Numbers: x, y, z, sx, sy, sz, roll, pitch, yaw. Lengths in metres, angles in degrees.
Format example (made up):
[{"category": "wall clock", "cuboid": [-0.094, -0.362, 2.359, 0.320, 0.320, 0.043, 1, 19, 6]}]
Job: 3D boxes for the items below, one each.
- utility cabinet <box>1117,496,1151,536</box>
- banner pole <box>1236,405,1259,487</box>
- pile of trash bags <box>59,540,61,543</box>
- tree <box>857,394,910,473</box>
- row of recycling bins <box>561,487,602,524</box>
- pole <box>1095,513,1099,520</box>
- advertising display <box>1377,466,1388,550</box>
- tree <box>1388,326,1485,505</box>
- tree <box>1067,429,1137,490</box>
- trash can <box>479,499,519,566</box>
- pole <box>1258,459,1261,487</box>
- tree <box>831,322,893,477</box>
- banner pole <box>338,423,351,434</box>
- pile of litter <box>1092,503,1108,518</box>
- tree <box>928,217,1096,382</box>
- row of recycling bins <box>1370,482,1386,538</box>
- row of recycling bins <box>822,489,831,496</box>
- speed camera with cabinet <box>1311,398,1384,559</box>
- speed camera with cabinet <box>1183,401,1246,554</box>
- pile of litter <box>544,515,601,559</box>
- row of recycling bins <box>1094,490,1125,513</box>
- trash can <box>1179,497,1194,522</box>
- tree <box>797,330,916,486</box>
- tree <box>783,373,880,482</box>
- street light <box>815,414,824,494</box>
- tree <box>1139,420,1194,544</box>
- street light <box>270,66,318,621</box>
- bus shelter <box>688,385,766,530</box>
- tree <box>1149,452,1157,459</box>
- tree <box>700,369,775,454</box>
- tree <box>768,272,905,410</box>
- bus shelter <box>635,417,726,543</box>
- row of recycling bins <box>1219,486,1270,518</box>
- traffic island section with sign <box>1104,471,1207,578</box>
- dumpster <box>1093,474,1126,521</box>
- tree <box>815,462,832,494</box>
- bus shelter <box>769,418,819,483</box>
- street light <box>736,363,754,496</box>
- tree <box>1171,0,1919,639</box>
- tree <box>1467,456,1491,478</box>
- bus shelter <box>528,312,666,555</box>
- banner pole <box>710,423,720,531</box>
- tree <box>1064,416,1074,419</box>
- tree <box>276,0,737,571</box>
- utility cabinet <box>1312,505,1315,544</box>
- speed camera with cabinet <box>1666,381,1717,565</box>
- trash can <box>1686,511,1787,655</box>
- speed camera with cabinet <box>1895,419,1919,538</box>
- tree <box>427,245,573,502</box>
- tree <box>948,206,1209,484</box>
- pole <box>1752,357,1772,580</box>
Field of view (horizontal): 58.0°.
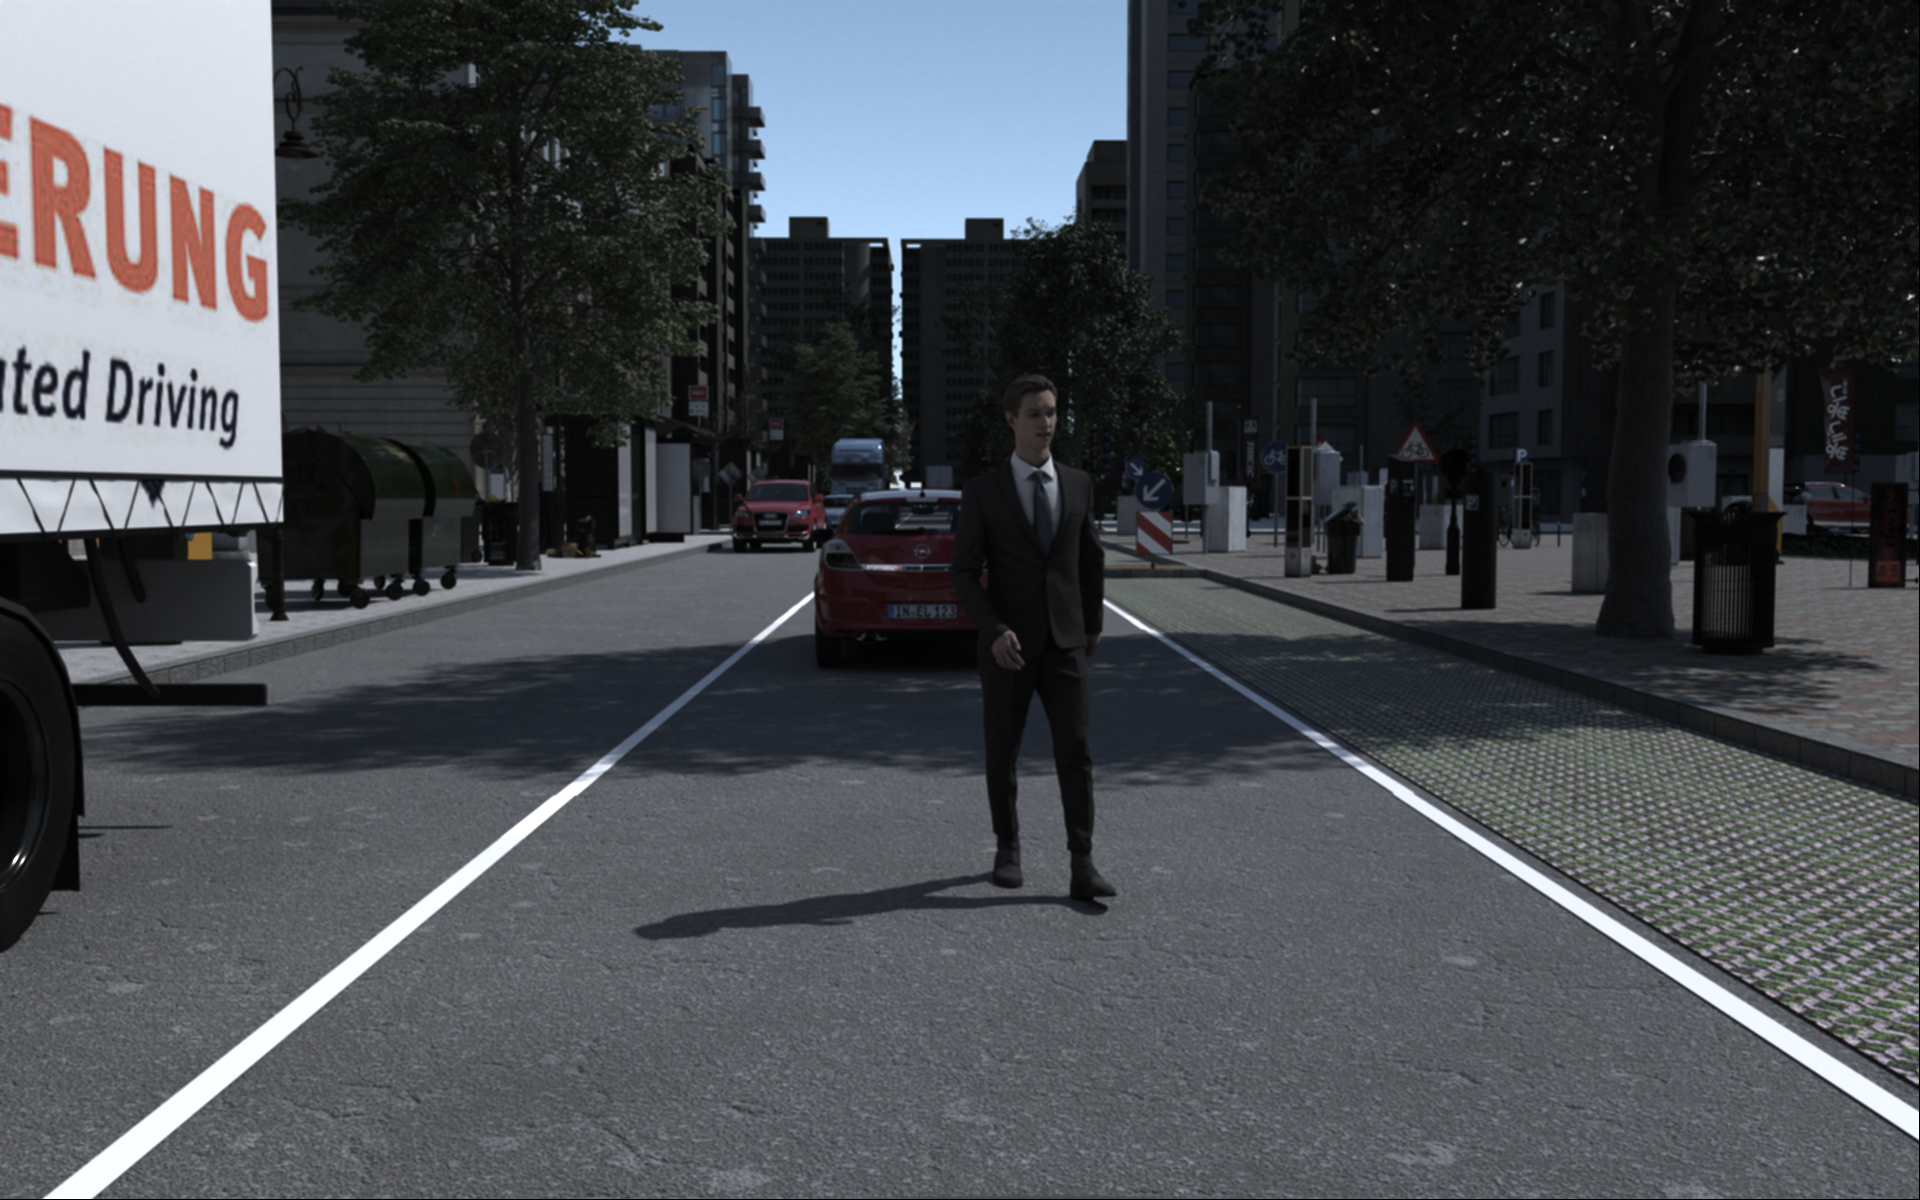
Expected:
[{"category": "utility cabinet", "cuboid": [5.345, -2.572, 53.212, 1.020, 1.237, 0.306, 0, 4, -2]}, {"category": "banner pole", "cuboid": [8.057, -3.602, 48.906, 0.863, 3.779, 0.401, 3, 4, 37]}, {"category": "pile of trash bags", "cuboid": [-11.773, -0.693, 21.078, 1.912, 1.369, 3.447, 0, 4, -6]}, {"category": "tree", "cuboid": [-10.535, -17.274, 192.798, 12.009, 13.543, 11.850, 0, 3, 0]}, {"category": "row of recycling bins", "cuboid": [-16.793, -4.201, 75.798, 3.534, 1.692, 1.069, -1, 4, -21]}, {"category": "pole", "cuboid": [6.731, -5.584, 85.134, 0.158, 3.312, 0.155, 0, 3, 0]}, {"category": "advertising display", "cuboid": [9.951, -2.115, 39.786, 0.123, 1.923, 0.974, -2, 4, -27]}, {"category": "tree", "cuboid": [20.369, -7.638, 75.249, 4.360, 8.622, 3.978, 0, 3, 0]}, {"category": "tree", "cuboid": [5.490, -5.825, 78.949, 4.285, 4.588, 4.351, 0, 3, 0]}, {"category": "trash can", "cuboid": [-8.248, -1.189, 31.099, 0.748, 1.137, 0.748, 0, 3, 0]}, {"category": "pole", "cuboid": [17.278, -6.489, 99.944, 0.158, 3.312, 0.155, 0, 3, 0]}, {"category": "tree", "cuboid": [-8.238, -11.951, 113.532, 7.486, 12.596, 7.792, 0, 3, 0]}, {"category": "banner pole", "cuboid": [-21.628, -4.336, 60.910, 0.401, 3.779, 0.863, 1, 4, 14]}, {"category": "pile of litter", "cuboid": [7.454, -4.915, 94.329, 1.176, 0.858, 1.719, 0, 4, 4]}, {"category": "tree", "cuboid": [4.064, -16.241, 121.433, 12.611, 20.169, 13.585, 0, 3, 0]}, {"category": "row of recycling bins", "cuboid": [12.846, -2.772, 52.439, 1.069, 1.692, 3.534, 1, 4, 12]}, {"category": "row of recycling bins", "cuboid": [-9.446, -6.807, 118.409, 3.534, 1.692, 1.069, 3, 5, 45]}, {"category": "speed camera with cabinet", "cuboid": [7.774, -2.506, 35.304, 0.660, 3.252, 2.038, -2, 4, -27]}, {"category": "speed camera with cabinet", "cuboid": [5.555, -2.652, 37.695, 0.660, 3.252, 2.038, 2, 4, 34]}, {"category": "pile of litter", "cuboid": [-7.858, -1.299, 35.198, 1.176, 0.858, 1.719, 0, 4, -3]}, {"category": "row of recycling bins", "cuboid": [9.613, -6.684, 116.396, 3.534, 1.692, 1.069, -2, 4, -31]}, {"category": "trash can", "cuboid": [10.391, -4.135, 79.257, 0.748, 1.137, 0.748, 0, 3, 0]}, {"category": "tree", "cuboid": [-8.985, -14.032, 136.072, 9.857, 13.997, 8.962, 0, 3, 0]}, {"category": "tree", "cuboid": [-9.060, -11.565, 123.505, 7.601, 10.594, 8.767, -2, 4, -35]}, {"category": "street light", "cuboid": [-8.116, -7.796, 100.246, 0.468, 5.910, 1.993, 0, 4, -1]}, {"category": "tree", "cuboid": [5.393, -3.101, 45.303, 1.663, 3.219, 1.824, 0, 3, 0]}, {"category": "street light", "cuboid": [-6.909, -2.728, 17.397, 0.468, 5.910, 1.993, 0, 4, -1]}, {"category": "bus shelter", "cuboid": [-8.948, -5.436, 66.514, 2.179, 5.291, 8.768, 0, 4, -1]}, {"category": "tree", "cuboid": [12.509, -7.818, 111.534, 4.285, 4.588, 4.351, 0, 3, 0]}, {"category": "tree", "cuboid": [-13.058, -9.241, 101.456, 4.360, 8.622, 3.978, 0, 3, 0]}, {"category": "tree", "cuboid": [-10.875, -18.023, 150.565, 12.611, 20.169, 13.585, 0, 3, 0]}, {"category": "bus shelter", "cuboid": [-7.879, -3.327, 48.328, 2.014, 3.302, 5.546, 0, 4, -1]}, {"category": "row of recycling bins", "cuboid": [15.065, -5.285, 93.524, 3.534, 1.692, 1.069, -1, 4, -22]}, {"category": "traffic island section with sign", "cuboid": [3.189, -1.324, 30.283, 1.989, 1.847, 2.006, 0, 4, -1]}, {"category": "dumpster", "cuboid": [7.155, -4.959, 83.578, 1.502, 2.255, 1.985, 0, 4, -1]}, {"category": "tree", "cuboid": [-8.338, -6.735, 104.726, 1.663, 3.219, 1.824, 0, 3, 0]}, {"category": "bus shelter", "cuboid": [-9.071, -7.161, 94.714, 2.179, 5.291, 8.768, 0, 4, -1]}, {"category": "street light", "cuboid": [-7.549, -5.397, 61.031, 0.468, 5.910, 1.993, 0, 4, -1]}, {"category": "tree", "cuboid": [6.231, -6.644, 15.279, 9.857, 13.997, 8.962, 0, 3, 0]}, {"category": "tree", "cuboid": [25.722, -5.599, 86.148, 1.663, 3.219, 1.824, 0, 3, 0]}, {"category": "bus shelter", "cuboid": [-8.711, -3.870, 40.914, 2.179, 5.291, 8.768, 0, 4, -1]}, {"category": "banner pole", "cuboid": [-8.541, -4.322, 60.685, 0.401, 3.779, 0.863, -1, 4, -23]}, {"category": "tree", "cuboid": [4.653, -9.158, 100.093, 4.737, 8.622, 4.395, 0, 3, 0]}, {"category": "tree", "cuboid": [-7.628, -6.786, 29.071, 7.486, 12.596, 7.792, 0, 3, 0]}, {"category": "utility cabinet", "cuboid": [8.818, -2.199, 44.636, 0.318, 1.500, 1.173, 0, 4, -6]}, {"category": "speed camera with cabinet", "cuboid": [12.681, -2.241, 30.971, 0.660, 3.252, 2.038, -1, 4, -8]}, {"category": "trash can", "cuboid": [6.244, -0.141, 13.967, 0.748, 1.137, 0.748, 0, 3, 0]}, {"category": "speed camera with cabinet", "cuboid": [21.928, -2.696, 38.413, 2.038, 3.252, 0.660, 0, 4, 5]}, {"category": "tree", "cuboid": [-13.402, -6.145, 50.832, 4.360, 8.622, 3.978, 0, 3, 0]}, {"category": "tree", "cuboid": [4.766, -9.326, 69.486, 9.611, 12.733, 9.660, 0, 3, 0]}, {"category": "pole", "cuboid": [11.940, -1.955, 25.811, 0.158, 3.312, 0.155, 0, 3, 0]}]
